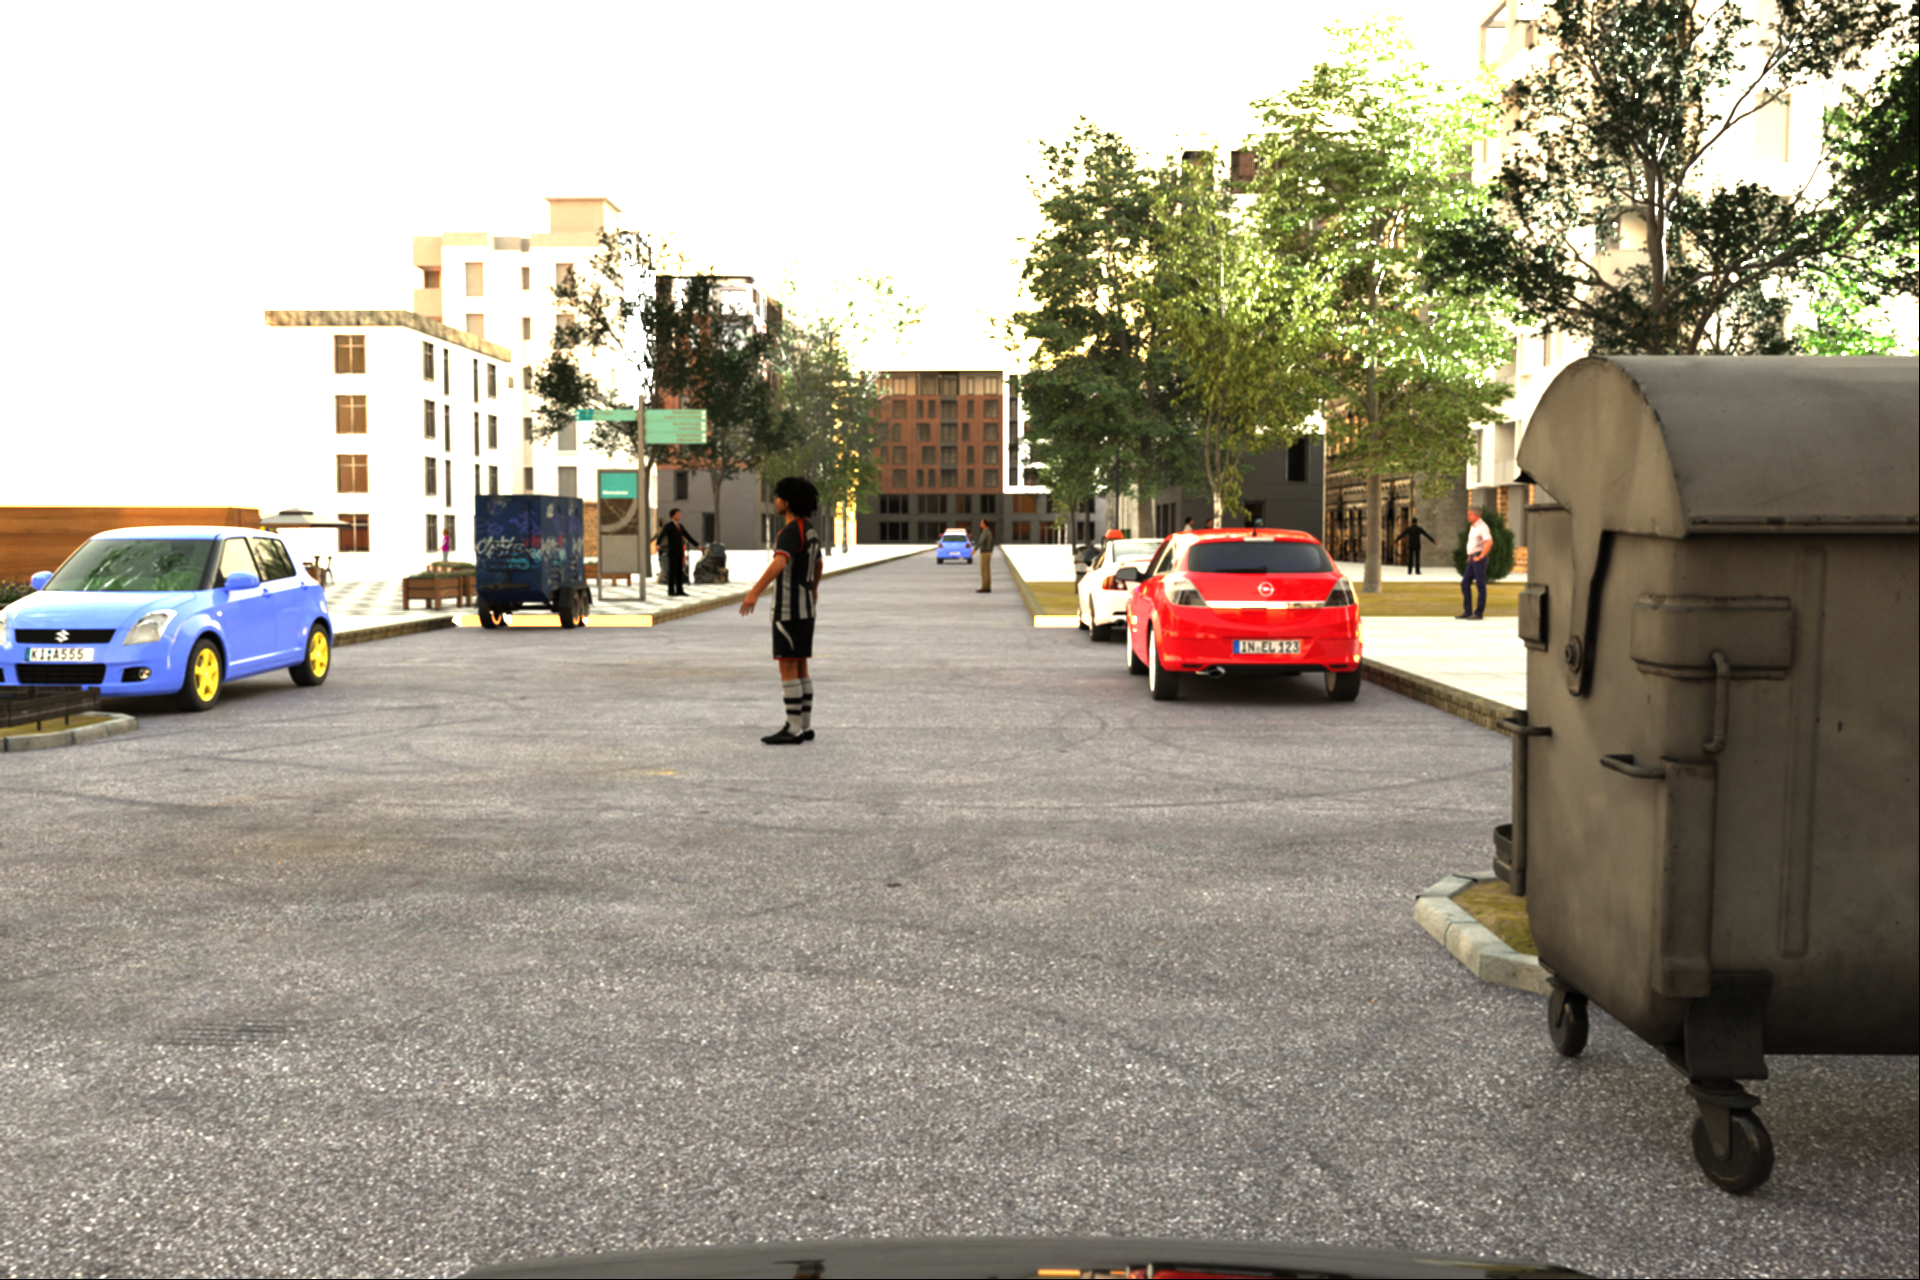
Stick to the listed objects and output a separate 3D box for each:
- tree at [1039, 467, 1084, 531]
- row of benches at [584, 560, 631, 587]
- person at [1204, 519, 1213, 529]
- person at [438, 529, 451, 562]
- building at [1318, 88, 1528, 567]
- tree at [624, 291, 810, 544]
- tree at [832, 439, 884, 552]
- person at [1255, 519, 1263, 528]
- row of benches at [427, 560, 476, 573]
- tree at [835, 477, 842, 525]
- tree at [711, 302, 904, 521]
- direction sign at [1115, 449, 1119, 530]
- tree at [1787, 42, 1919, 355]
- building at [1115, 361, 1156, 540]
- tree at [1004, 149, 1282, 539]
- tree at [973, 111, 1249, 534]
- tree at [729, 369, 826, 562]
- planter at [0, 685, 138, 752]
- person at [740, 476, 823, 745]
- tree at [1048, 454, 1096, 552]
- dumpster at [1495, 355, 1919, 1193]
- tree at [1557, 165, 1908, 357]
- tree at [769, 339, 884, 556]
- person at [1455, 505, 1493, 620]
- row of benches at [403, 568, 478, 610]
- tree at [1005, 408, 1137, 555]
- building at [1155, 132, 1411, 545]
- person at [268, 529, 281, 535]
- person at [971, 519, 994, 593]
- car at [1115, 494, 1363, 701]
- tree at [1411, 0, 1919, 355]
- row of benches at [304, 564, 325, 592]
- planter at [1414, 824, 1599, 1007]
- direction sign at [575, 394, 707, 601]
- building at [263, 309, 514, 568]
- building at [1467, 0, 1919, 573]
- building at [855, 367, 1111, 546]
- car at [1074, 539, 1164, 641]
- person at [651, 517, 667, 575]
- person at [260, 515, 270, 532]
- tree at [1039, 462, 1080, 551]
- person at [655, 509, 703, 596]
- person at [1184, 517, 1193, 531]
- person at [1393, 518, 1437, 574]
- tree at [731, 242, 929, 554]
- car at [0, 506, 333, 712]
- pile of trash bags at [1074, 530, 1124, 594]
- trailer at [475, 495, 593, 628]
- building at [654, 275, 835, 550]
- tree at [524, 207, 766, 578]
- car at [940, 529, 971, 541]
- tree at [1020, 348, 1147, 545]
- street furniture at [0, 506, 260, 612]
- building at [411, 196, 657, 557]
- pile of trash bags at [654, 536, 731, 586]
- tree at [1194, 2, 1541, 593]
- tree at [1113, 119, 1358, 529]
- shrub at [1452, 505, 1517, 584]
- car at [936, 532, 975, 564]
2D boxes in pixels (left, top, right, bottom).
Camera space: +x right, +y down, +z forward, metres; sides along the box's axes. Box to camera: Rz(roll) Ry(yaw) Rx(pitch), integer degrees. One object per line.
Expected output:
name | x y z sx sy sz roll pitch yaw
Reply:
tree | 7.759 -10.437 121.013 4.737 8.622 4.395 0 3 0
row of benches | -10.040 -1.710 43.416 4.104 0.672 1.422 2 4 30
person | 8.764 -3.340 60.741 0.704 1.812 1.346 3 5 40
person | -15.345 -2.580 51.444 0.599 1.433 0.991 0 4 -5
building | 26.875 -14.927 74.982 19.493 23.208 18.063 0 4 1
tree | -9.447 -8.012 65.413 8.767 10.594 7.601 2 4 34
tree | -7.755 -10.570 123.178 4.360 8.622 3.978 0 3 0
person | 10.492 -3.336 60.662 0.704 1.817 1.347 -1 4 -12
row of benches | -11.634 -1.485 39.740 1.422 0.672 4.104 -2 4 -24
tree | -19.147 -19.399 223.836 9.857 13.997 8.962 0 3 0
tree | -8.073 -11.077 91.482 12.009 13.543 11.850 0 3 0
direction sign | 4.197 -3.323 46.334 0.379 3.537 0.876 0 4 2
tree | 20.107 -6.602 33.702 9.928 11.665 9.643 0 3 0
building | 25.482 -19.449 184.455 16.747 18.905 31.486 0 4 1
tree | 6.003 -9.163 56.475 9.857 13.997 8.962 0 3 0
tree | 6.969 -13.486 76.382 12.611 20.169 13.585 0 3 0
tree | -8.896 -7.816 78.160 4.360 8.622 3.978 0 3 0
planter | -7.015 0.547 12.204 1.991 0.319 1.994 0 4 1
person | -1.169 -0.202 11.911 0.704 1.843 1.345 1 4 14
tree | 7.568 -10.791 126.788 4.360 8.622 3.978 0 3 0
dumpster | 2.381 0.244 4.229 1.865 1.857 1.264 0 4 1
tree | 19.620 -6.659 43.294 8.767 10.594 7.601 0 4 -1
tree | -8.143 -11.212 101.435 7.486 12.596 7.792 0 3 0
person | 7.710 -1.163 26.000 0.436 1.711 0.756 0 4 5
row of benches | -8.912 -0.950 31.001 1.422 0.672 4.104 0 4 5
tree | 7.007 -10.479 105.742 8.767 10.594 7.601 0 3 0
building | 25.566 -15.946 104.696 27.936 21.610 32.646 0 4 1
person | -22.911 -3.149 57.258 0.705 1.858 1.354 3 5 40
person | 0.597 -2.067 42.530 0.705 1.796 1.348 1 4 21
car | 2.577 -0.450 16.396 2.155 1.783 4.494 0 4 1
tree | 9.393 -5.360 22.041 7.601 10.594 8.767 -1 4 -23
row of benches | -16.056 -1.362 37.733 4.104 0.672 1.422 0 4 -7
planter | 2.672 0.925 6.024 1.991 0.319 1.994 0 4 1
direction sign | -6.068 -2.747 33.673 2.525 3.948 1.411 0 4 2
building | -24.928 -8.365 78.917 9.099 9.664 28.070 0 4 1
building | 23.674 -12.540 61.446 16.016 20.090 11.380 0 4 2
building | 3.785 -23.105 224.192 32.646 21.610 27.936 0 4 3
car | 2.682 -0.744 24.521 2.083 1.381 4.827 0 4 1
person | -9.245 -2.913 53.762 0.705 1.813 1.348 -3 5 -44
person | -16.478 -2.086 40.572 1.216 1.772 0.721 -3 5 -40
tree | 7.848 -11.197 133.436 4.737 8.622 4.395 0 3 0
person | -5.855 -1.811 35.803 0.705 1.806 1.347 2 4 34
person | 7.217 -2.951 54.436 0.705 1.806 1.347 0 4 2
person | 14.465 -2.990 55.115 1.346 1.802 0.704 2 4 23
tree | -8.755 -15.761 113.583 12.611 20.169 13.585 0 3 0
car | -6.901 -0.337 15.100 1.945 1.707 3.694 0 4 1
pile of trash bags | 3.386 -1.672 37.082 1.912 1.369 3.447 0 4 0
trailer | -6.541 -1.151 25.865 1.471 1.999 3.904 0 4 1
building | -26.396 -18.921 153.340 27.936 21.610 32.646 0 4 1
tree | -9.433 -7.103 50.539 8.767 10.594 7.601 2 4 35
car | -0.307 -7.145 125.501 2.281 1.827 5.304 0 4 1
tree | 6.954 -10.404 95.860 9.928 11.665 9.643 0 3 0
street furniture | -15.992 -1.343 28.811 9.812 1.723 11.010 -1 4 -10
building | -24.664 -14.801 98.422 16.016 20.090 11.380 0 4 1
pile of trash bags | -6.963 -2.122 44.448 1.912 1.369 3.447 0 4 1
tree | 8.958 -7.347 38.243 7.486 12.596 7.792 0 3 0
tree | 4.977 -4.976 31.724 4.737 8.622 4.395 0 3 0
shrub | 13.537 -2.486 44.687 1.661 2.075 1.752 0 3 0
car | -0.236 -4.579 84.450 1.945 1.707 3.694 0 4 1
